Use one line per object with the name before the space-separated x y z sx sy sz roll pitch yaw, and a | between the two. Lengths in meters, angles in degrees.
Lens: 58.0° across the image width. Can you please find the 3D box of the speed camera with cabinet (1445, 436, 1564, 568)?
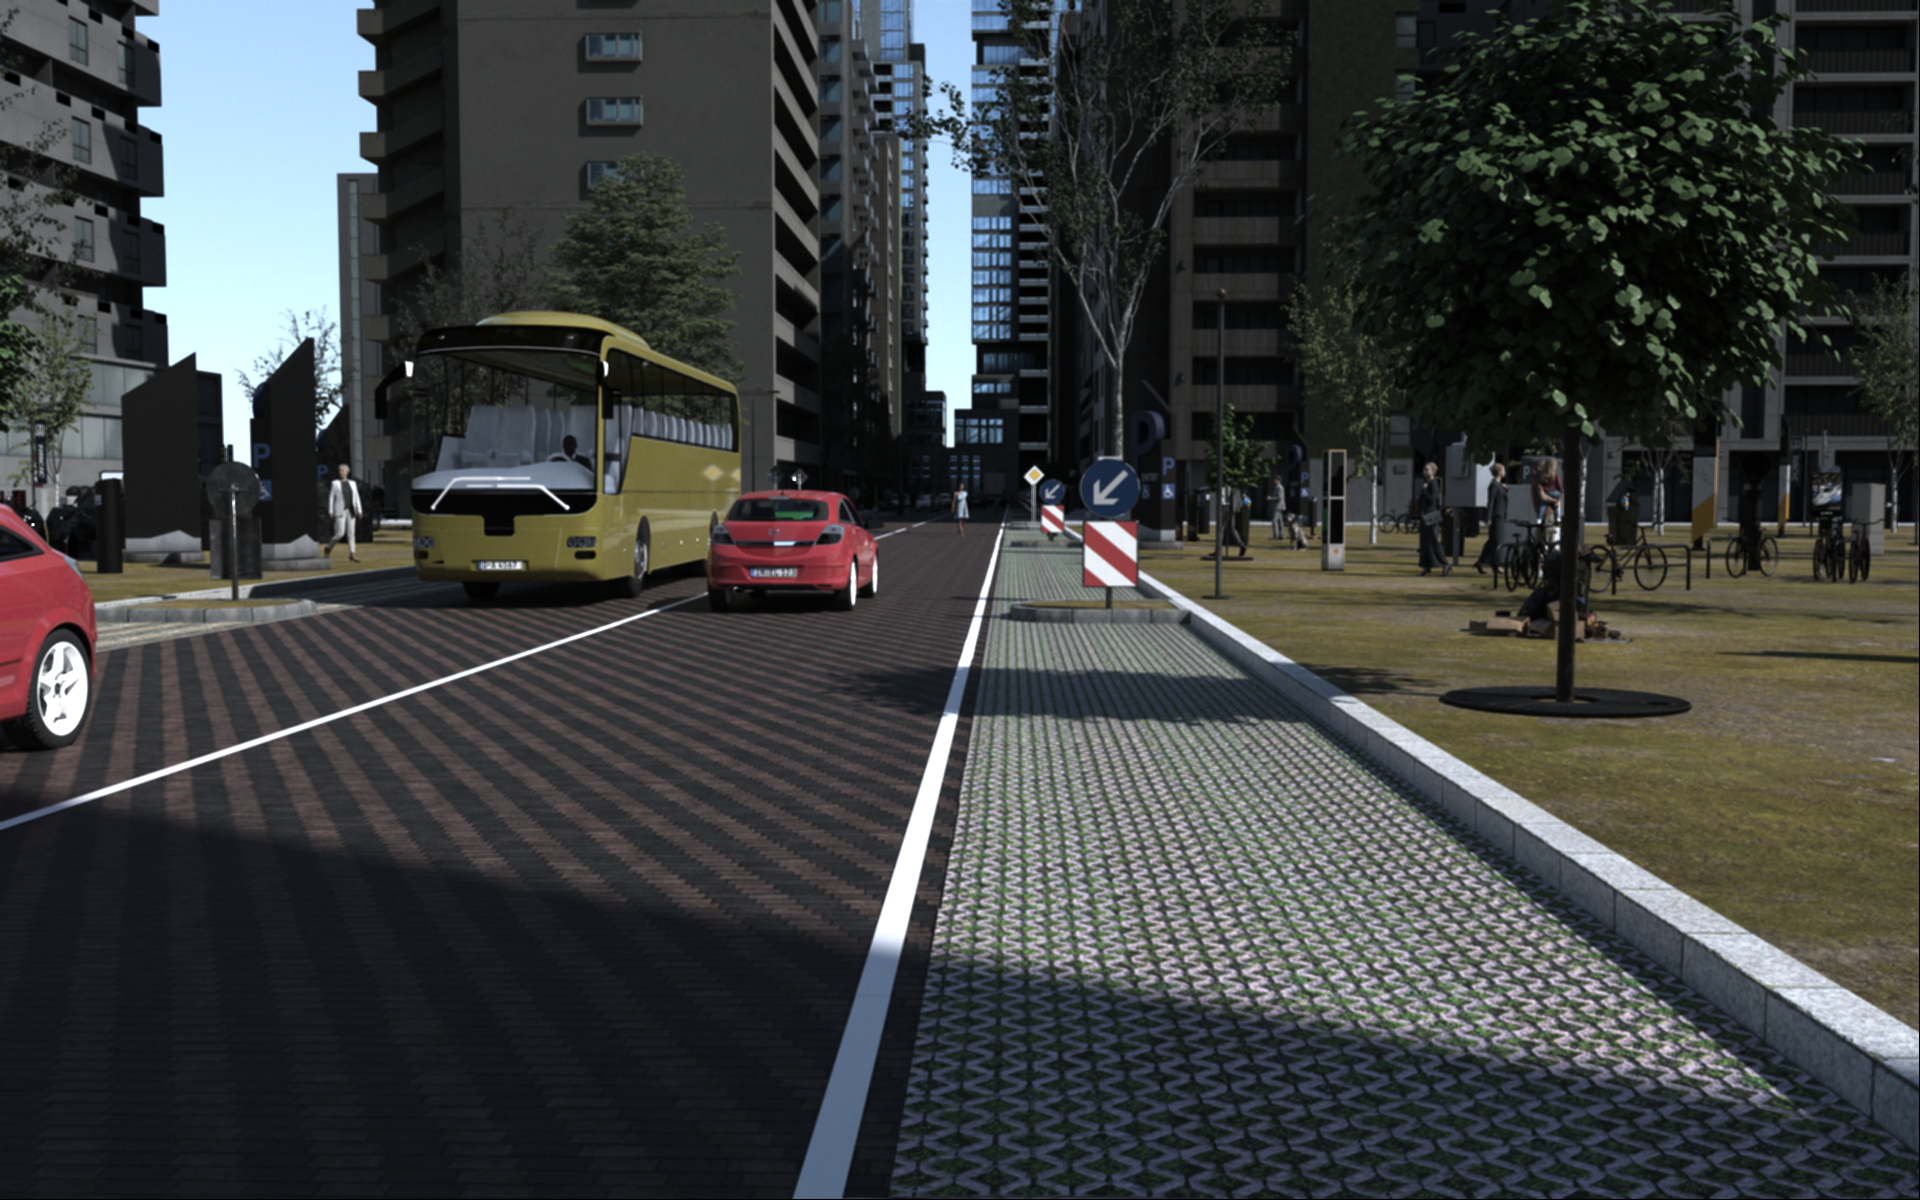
speed camera with cabinet | 9.626 -2.225 30.720 0.660 3.252 2.038 -3 4 -37

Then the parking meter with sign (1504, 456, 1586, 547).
parking meter with sign | 11.680 -2.353 34.733 1.738 3.016 0.543 -1 4 -15

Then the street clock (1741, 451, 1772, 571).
street clock | 13.271 -1.489 28.907 0.471 2.002 0.358 2 4 25

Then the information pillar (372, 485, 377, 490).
information pillar | -48.985 -8.592 144.978 0.304 2.012 0.304 2 4 32

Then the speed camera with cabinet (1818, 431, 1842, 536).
speed camera with cabinet | 26.802 -3.607 53.312 0.660 3.252 2.038 2 4 24

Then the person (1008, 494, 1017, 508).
person | 5.223 -9.836 172.535 0.991 1.433 0.599 0 4 -5

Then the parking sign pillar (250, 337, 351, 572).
parking sign pillar | -11.420 -2.495 29.269 1.447 3.967 1.447 1 4 12

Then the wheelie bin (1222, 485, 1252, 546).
wheelie bin | 6.837 -2.157 43.172 0.980 1.594 0.693 2 4 30

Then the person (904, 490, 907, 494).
person | -5.872 -11.143 188.950 0.721 1.743 1.217 2 4 27

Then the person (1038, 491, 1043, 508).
person | 7.498 -9.373 159.163 0.709 1.838 0.599 1 4 22

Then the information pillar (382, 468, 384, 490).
information pillar | -50.903 -9.913 153.431 0.504 3.616 0.183 -1 4 -18

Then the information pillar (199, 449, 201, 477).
information pillar | -39.755 -6.046 90.213 0.504 3.616 0.183 -1 4 -14

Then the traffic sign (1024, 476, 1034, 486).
traffic sign | 3.258 -4.612 77.598 0.795 2.593 0.064 0 4 2

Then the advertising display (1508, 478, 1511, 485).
advertising display | 21.718 -3.872 68.520 0.123 1.923 0.974 1 4 16

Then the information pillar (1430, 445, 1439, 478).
information pillar | 22.771 -5.618 83.216 0.183 3.616 0.504 -2 4 -32

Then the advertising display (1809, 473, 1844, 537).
advertising display | 26.001 -2.862 52.003 0.974 1.923 0.123 0 4 -3

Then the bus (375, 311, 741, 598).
bus | -5.552 -2.174 27.085 2.896 3.916 12.252 0 4 1

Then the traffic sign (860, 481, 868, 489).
traffic sign | -7.273 -7.889 131.119 0.606 2.300 0.079 1 4 10

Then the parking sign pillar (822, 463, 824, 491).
parking sign pillar | -11.758 -9.501 143.814 1.447 3.967 1.447 2 4 26

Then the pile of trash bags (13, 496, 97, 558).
pile of trash bags | -17.736 -1.547 35.046 3.447 1.369 1.912 -2 4 -33

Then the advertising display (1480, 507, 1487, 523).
advertising display | 23.209 -4.345 76.251 0.974 1.923 0.123 -3 5 -45

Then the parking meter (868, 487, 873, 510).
parking meter | -7.105 -8.057 137.442 0.399 1.863 0.255 2 4 30

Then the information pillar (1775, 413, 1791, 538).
information pillar | 23.801 -3.587 50.006 0.183 3.616 0.504 0 4 0

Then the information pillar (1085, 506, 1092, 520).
information pillar | 6.250 -4.866 84.054 0.304 2.012 0.304 1 4 10

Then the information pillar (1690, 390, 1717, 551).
information pillar | 16.706 -2.908 38.897 0.504 3.616 0.183 2 4 30

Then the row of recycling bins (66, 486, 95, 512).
row of recycling bins | -43.635 -4.892 87.095 3.534 1.692 1.069 2 4 27

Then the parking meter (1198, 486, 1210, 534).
parking meter | 7.838 -2.892 55.689 0.372 1.533 0.369 0 3 0

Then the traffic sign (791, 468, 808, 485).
traffic sign | -7.231 -4.632 77.928 0.795 2.593 0.064 0 4 2

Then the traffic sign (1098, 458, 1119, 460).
traffic sign | 4.083 -2.783 47.626 0.606 2.300 0.079 0 4 7

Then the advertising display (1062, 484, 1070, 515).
advertising display | 6.669 -6.346 108.975 0.123 1.923 0.974 -1 4 -19

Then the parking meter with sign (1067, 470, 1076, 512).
parking meter with sign | 7.996 -7.887 125.205 0.543 3.016 1.738 0 4 -6

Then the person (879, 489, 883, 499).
person | -7.004 -9.133 155.881 0.721 1.766 1.217 -1 4 -15

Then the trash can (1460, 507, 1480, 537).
trash can | 15.111 -2.431 51.400 0.748 1.137 0.748 0 3 0

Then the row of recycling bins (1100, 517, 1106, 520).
row of recycling bins | 6.595 -3.669 67.095 1.069 1.692 3.534 3 5 41

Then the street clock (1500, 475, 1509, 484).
street clock | 16.909 -3.033 54.155 0.471 2.002 0.358 1 4 11

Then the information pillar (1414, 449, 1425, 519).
information pillar | 23.841 -6.029 89.926 0.504 3.616 0.183 2 4 25

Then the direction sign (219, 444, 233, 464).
direction sign | -33.451 -5.324 79.048 0.876 3.537 0.379 2 4 28

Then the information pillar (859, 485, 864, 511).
information pillar | -7.623 -7.942 134.349 0.304 2.012 0.304 2 4 25

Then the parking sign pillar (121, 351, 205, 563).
parking sign pillar | -15.061 -2.701 32.635 1.447 3.967 1.447 -2 4 -27

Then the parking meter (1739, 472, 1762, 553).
parking meter | 17.204 -1.957 37.709 0.255 1.863 0.399 -1 4 -23

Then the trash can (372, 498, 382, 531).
trash can | -20.304 -2.938 59.687 0.748 1.137 0.748 0 3 0

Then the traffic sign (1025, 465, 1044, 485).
traffic sign | 3.022 -4.124 69.617 0.795 2.593 0.064 0 4 2

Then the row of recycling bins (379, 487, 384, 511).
row of recycling bins | -37.439 -6.203 108.534 3.534 1.692 1.069 2 4 28

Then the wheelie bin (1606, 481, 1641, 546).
wheelie bin | 16.579 -2.164 43.287 0.693 1.594 0.980 0 4 -4

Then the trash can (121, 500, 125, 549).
trash can | -19.659 -1.768 40.561 0.748 1.137 0.748 0 3 0

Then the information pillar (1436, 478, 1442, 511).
information pillar | 21.419 -4.472 77.608 0.304 2.012 0.304 1 4 14

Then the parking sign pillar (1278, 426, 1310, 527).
parking sign pillar | 13.225 -4.857 67.884 1.447 3.967 1.447 -1 4 -15

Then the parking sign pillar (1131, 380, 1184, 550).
parking sign pillar | 4.499 -3.172 40.341 1.447 3.967 1.447 -2 4 -27

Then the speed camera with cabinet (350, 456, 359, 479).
speed camera with cabinet | -32.357 -5.854 90.049 2.038 3.252 0.660 -2 4 -25

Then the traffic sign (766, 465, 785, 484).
traffic sign | -7.467 -4.144 69.947 0.795 2.593 0.064 0 4 2

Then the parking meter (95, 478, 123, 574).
parking meter | -13.754 -1.197 27.982 0.372 1.533 0.369 0 3 0

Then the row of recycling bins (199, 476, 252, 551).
row of recycling bins | -17.606 -2.038 40.427 1.069 1.692 3.534 -3 4 -37

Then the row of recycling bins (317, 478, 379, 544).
row of recycling bins | -17.043 -2.305 44.795 3.534 1.692 1.069 -2 4 -29

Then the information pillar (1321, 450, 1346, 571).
information pillar | 6.214 -1.487 28.801 0.304 2.012 0.304 -1 4 -8
